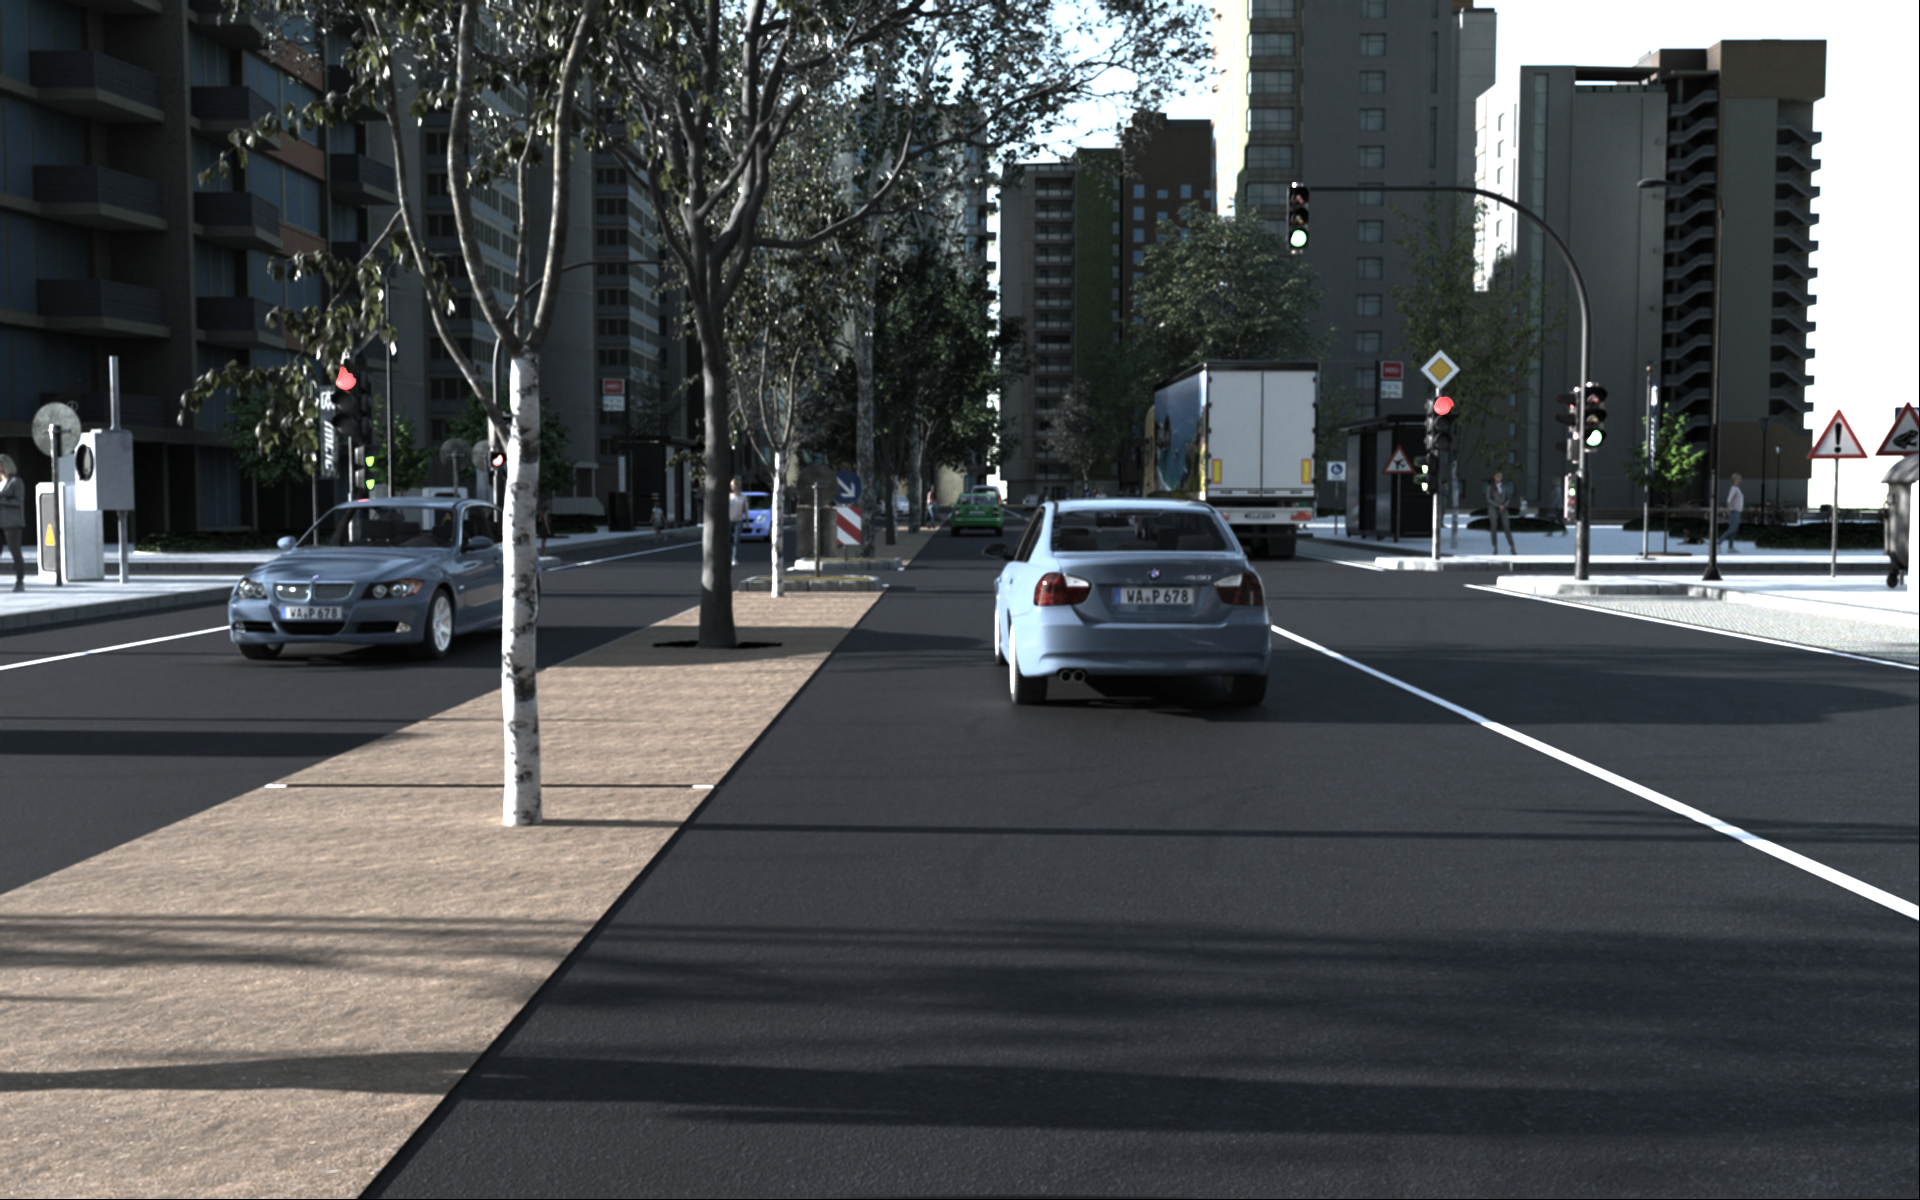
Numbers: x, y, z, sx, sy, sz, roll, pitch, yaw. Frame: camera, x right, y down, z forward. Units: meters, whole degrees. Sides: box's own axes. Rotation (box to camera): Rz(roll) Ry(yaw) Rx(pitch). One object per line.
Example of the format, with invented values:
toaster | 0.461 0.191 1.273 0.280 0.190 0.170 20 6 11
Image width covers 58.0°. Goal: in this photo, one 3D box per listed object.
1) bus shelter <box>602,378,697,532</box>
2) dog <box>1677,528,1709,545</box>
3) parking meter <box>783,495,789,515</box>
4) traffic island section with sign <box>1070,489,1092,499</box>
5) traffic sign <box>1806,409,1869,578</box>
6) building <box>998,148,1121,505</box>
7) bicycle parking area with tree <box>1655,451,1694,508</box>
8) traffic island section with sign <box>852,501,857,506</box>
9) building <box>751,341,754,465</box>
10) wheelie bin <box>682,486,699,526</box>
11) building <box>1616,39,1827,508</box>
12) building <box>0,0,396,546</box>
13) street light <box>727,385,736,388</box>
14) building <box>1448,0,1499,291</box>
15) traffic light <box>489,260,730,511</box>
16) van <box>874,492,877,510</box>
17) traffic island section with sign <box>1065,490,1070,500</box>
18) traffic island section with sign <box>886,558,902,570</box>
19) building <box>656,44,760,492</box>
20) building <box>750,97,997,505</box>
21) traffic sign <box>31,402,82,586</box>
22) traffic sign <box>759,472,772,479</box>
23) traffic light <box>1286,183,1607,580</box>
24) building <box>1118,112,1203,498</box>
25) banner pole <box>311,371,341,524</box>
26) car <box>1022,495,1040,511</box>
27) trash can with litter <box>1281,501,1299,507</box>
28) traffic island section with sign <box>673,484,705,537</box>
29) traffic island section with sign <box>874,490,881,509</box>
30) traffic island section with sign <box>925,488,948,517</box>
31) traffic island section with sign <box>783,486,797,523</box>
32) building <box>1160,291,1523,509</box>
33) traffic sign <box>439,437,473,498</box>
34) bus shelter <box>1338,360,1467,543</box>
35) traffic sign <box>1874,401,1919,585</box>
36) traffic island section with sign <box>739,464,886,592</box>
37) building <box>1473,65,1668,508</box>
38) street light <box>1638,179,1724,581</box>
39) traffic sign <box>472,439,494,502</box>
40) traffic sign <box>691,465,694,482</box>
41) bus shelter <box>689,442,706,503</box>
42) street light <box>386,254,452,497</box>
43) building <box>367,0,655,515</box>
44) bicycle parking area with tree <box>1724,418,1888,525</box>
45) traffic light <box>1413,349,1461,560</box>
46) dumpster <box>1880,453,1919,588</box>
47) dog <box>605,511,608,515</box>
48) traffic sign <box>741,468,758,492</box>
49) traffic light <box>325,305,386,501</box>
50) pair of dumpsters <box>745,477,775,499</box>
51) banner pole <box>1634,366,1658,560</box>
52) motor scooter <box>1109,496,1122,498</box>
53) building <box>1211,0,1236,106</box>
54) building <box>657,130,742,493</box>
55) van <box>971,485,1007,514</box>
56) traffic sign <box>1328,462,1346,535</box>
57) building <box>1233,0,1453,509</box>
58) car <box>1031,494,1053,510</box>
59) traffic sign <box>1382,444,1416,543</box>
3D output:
bus shelter | -11.285 -5.208 62.783 2.179 5.291 8.768 0 4 0
dog | 18.658 -1.607 44.014 0.550 0.427 0.748 -3 4 -38
parking meter | -10.434 -5.840 103.900 0.372 1.533 0.369 0 3 0
traffic island section with sign | 9.873 -7.764 135.563 1.989 1.847 2.006 0 4 0
traffic sign | 13.367 -1.617 26.438 0.884 2.594 0.081 1 4 8
building | 11.735 -32.035 207.374 14.086 41.232 14.154 0 4 0
bicycle parking area with tree | 45.779 -7.065 102.512 8.231 4.147 9.016 1 4 17
traffic island section with sign | -8.147 -7.801 136.168 1.989 1.847 2.006 0 4 0
building | -38.003 -32.051 215.914 23.993 40.220 32.217 0 4 0
wheelie bin | -10.739 -3.731 68.916 0.693 1.594 0.980 0 4 7
building | 73.194 -31.726 168.837 14.200 45.320 14.600 0 4 0
building | -31.345 -24.473 54.753 22.147 44.769 28.867 0 4 0
street light | -10.266 -6.216 74.179 1.470 5.913 1.316 0 4 0
building | 47.315 -40.834 209.631 28.212 58.520 21.231 0 4 0
traffic light | -6.889 -3.617 33.802 4.771 5.953 1.251 0 4 0
van | -8.256 -8.870 152.040 2.013 2.044 4.112 0 4 1
traffic island section with sign | 10.016 -9.412 162.519 1.989 1.847 2.006 0 4 0
traffic island section with sign | -2.164 -1.553 33.532 2.006 1.907 1.989 0 4 0
building | -32.920 -31.249 165.549 28.867 44.769 22.147 0 4 0
building | -10.800 -36.206 211.580 30.456 49.044 23.786 0 4 0
traffic sign | -12.538 -1.463 24.029 0.768 2.556 0.104 1 4 10
traffic sign | -10.991 -5.994 98.111 0.768 2.556 0.104 1 4 8
traffic light | 7.144 -3.114 25.581 4.771 5.953 1.251 0 4 0
building | 25.968 -34.034 206.574 14.200 45.320 14.600 0 4 0
banner pole | -12.916 -2.760 35.148 0.863 3.779 0.401 1 4 22
car | 6.464 -8.443 150.408 2.083 1.381 4.827 0 4 1
trash can with litter | 13.388 -3.636 70.833 0.624 1.170 1.055 2 4 33
traffic island section with sign | -8.561 -3.051 58.514 1.989 1.847 2.006 0 4 0
traffic island section with sign | -8.003 -9.487 163.741 1.989 1.847 2.006 0 4 0
traffic island section with sign | -1.770 -6.149 108.670 2.006 1.907 1.989 0 4 0
traffic island section with sign | -8.414 -4.722 85.828 1.989 1.847 2.006 0 4 0
building | 34.089 -19.395 162.155 27.650 21.520 28.899 0 4 0
traffic sign | -11.356 -2.379 39.010 0.768 2.556 0.104 0 4 4
bus shelter | 12.272 -4.411 49.753 2.179 5.291 8.768 0 4 0
traffic sign | 13.291 -1.491 24.383 0.884 2.594 0.081 0 4 2
traffic island section with sign | -2.214 -1.100 26.125 2.006 1.907 1.989 0 4 0
building | 58.881 -29.674 168.768 14.086 41.232 14.154 0 4 0
street light | 10.690 -3.251 25.691 1.470 5.913 1.316 0 4 0
traffic sign | -11.014 -2.459 40.316 0.768 2.556 0.104 0 4 7
traffic sign | -11.848 -4.613 75.530 0.768 2.556 0.104 0 4 2
bus shelter | -12.128 -5.422 79.926 1.731 3.624 6.357 0 4 0
street light | -10.536 -3.739 33.678 1.470 5.913 1.316 0 4 0
building | -34.483 -26.271 121.414 32.217 40.220 23.993 0 4 0
bicycle parking area with tree | 32.863 -4.777 65.102 8.231 4.147 9.016 1 4 15
traffic light | 9.280 -2.739 33.696 0.839 4.253 0.868 0 4 0
dumpster | 13.281 -1.053 22.980 1.264 1.857 1.865 0 4 0
dog | -18.288 -4.347 88.803 0.748 0.427 0.550 -1 4 -22
traffic sign | -10.687 -5.380 87.959 0.884 2.594 0.081 0 4 2
traffic light | -9.024 -2.255 25.793 0.839 4.253 0.868 0 4 0
pair of dumpsters | -10.808 -5.643 94.751 1.574 2.255 4.437 0 4 0
banner pole | 13.403 -2.666 33.612 0.401 3.779 0.863 1 4 9
motor scooter | 9.404 -5.629 104.816 0.815 1.314 1.986 0 4 1
building | 28.094 -29.960 139.951 14.600 45.320 14.200 0 4 0
building | -25.741 -22.567 140.679 14.160 30.474 14.107 0 4 0
van | 1.237 -4.624 82.612 2.013 2.044 4.112 0 4 2
traffic sign | 11.847 -3.205 54.527 0.606 2.300 0.079 0 4 4
building | 26.803 -27.043 125.751 14.154 41.232 14.086 0 4 0
car | 7.402 -8.939 157.942 2.131 1.459 4.920 0 4 1
traffic sign | 11.444 -2.766 45.220 0.884 2.594 0.081 0 4 7
